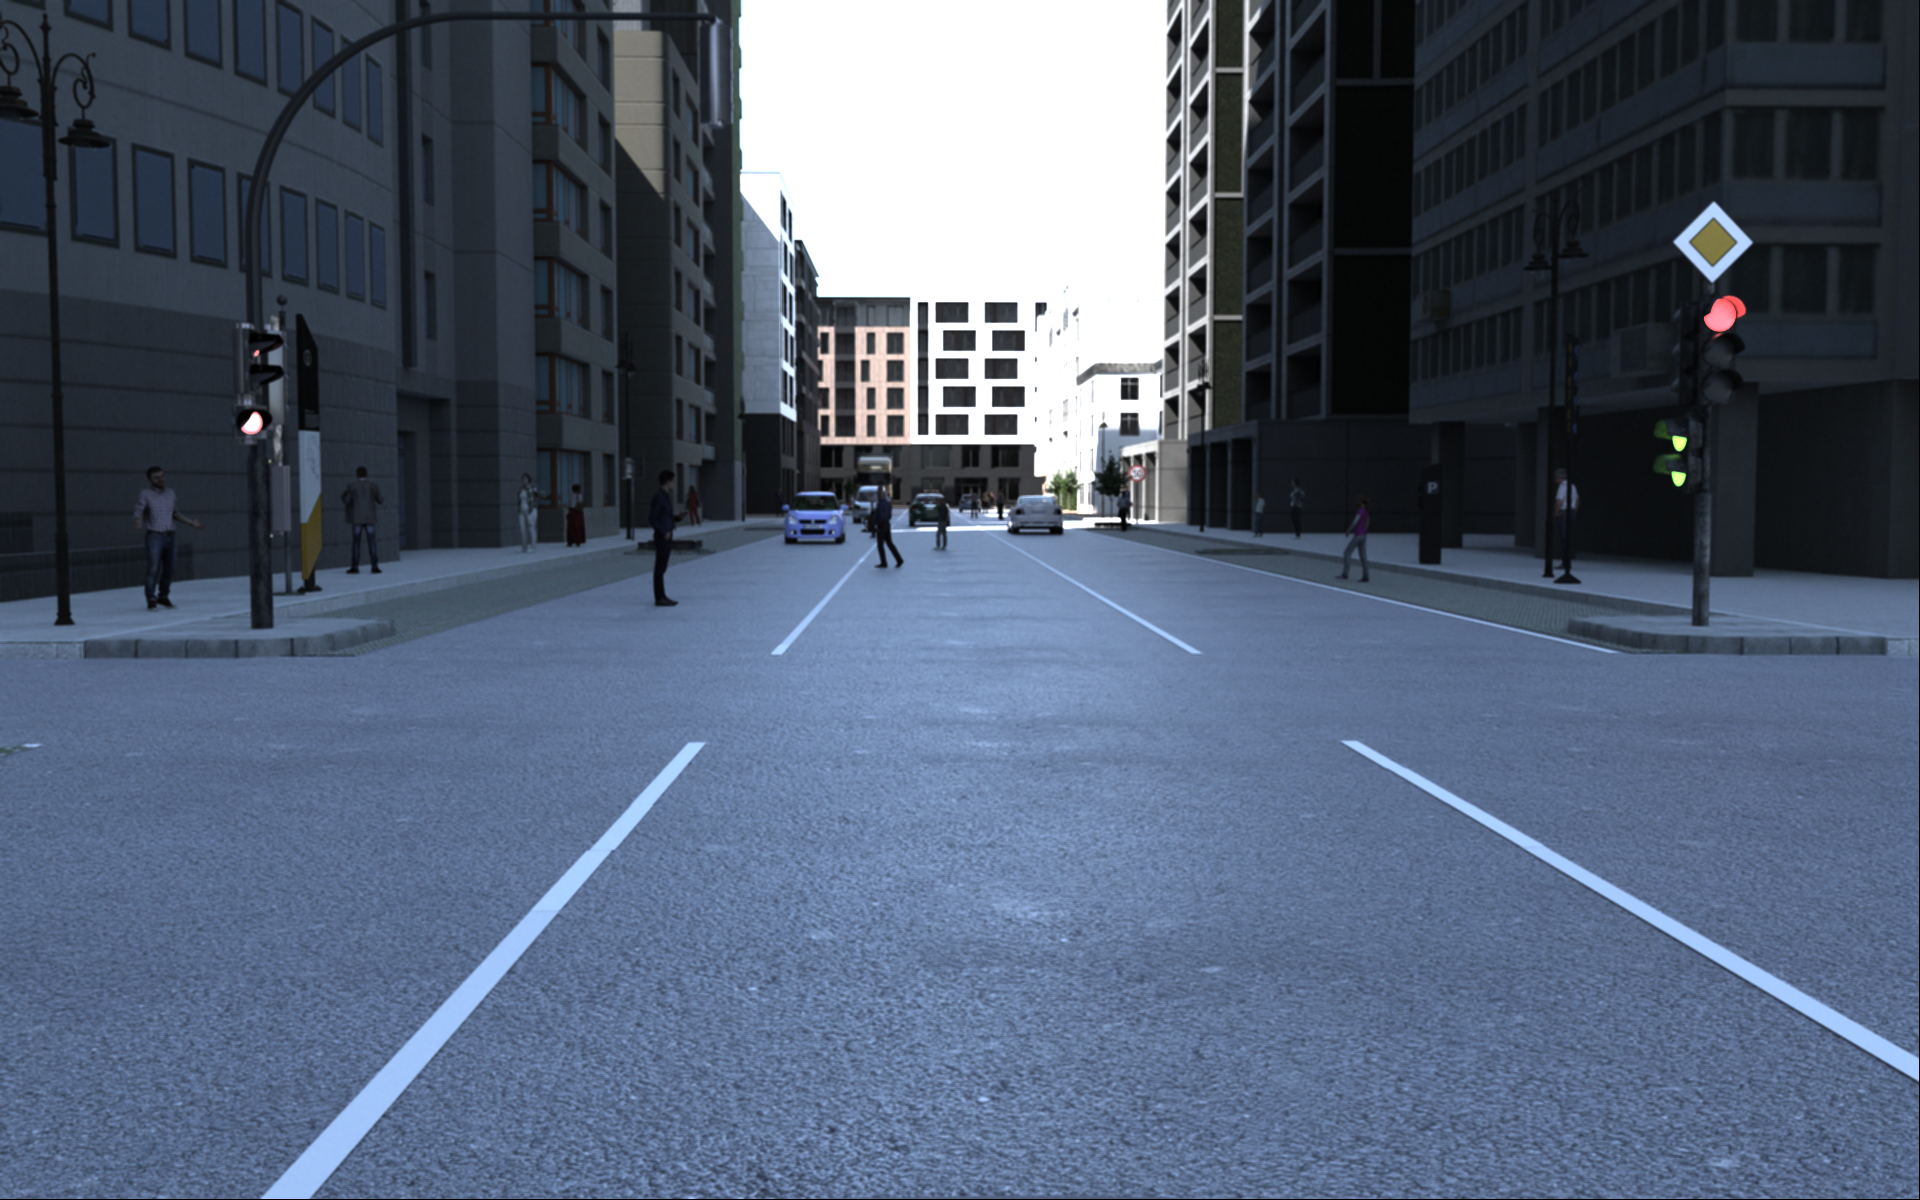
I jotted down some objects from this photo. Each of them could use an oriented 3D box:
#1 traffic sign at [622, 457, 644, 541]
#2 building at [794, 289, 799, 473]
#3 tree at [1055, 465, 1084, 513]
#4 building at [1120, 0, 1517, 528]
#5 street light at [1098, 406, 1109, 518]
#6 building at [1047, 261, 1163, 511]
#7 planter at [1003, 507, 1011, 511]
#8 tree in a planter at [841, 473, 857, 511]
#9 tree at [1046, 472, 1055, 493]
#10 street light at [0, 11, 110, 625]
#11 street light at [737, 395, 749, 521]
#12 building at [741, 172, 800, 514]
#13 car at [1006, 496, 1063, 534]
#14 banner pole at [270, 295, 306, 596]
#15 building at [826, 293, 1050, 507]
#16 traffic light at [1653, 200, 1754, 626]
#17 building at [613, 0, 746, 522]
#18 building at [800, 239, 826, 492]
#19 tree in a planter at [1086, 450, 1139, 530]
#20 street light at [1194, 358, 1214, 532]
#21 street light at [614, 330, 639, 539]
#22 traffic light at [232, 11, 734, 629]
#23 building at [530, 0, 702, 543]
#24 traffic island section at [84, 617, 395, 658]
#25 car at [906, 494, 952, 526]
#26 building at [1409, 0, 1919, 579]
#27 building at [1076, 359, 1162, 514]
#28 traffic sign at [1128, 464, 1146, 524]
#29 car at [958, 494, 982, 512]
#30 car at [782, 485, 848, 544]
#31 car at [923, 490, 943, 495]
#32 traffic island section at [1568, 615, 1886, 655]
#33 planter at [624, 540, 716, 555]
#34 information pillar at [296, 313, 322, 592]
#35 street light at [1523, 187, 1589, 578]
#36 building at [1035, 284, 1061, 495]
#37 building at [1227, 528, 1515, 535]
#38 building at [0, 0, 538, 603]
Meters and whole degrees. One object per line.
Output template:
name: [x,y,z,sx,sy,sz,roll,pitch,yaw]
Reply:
traffic sign: [-8.993,-2.781,47.596,0.606,2.300,0.079,0,4,5]
building: [-20.249,-16.726,129.883,16.016,20.091,11.380,0,4,-1]
tree: [7.476,-7.393,115.481,1.663,3.219,1.824,0,3,0]
building: [18.983,-39.271,80.336,20.563,71.187,20.611,0,4,-1]
street light: [7.570,-7.265,91.572,0.468,5.910,1.993,0,4,-1]
building: [16.541,-16.752,140.357,16.747,18.905,31.486,0,4,-1]
planter: [4.361,-7.677,146.656,1.991,0.319,1.994,0,4,-1]
tree in a planter: [-9.204,-9.051,145.207,1.991,3.239,1.994,0,4,-1]
tree: [7.136,-8.167,128.126,1.663,3.219,1.824,0,3,0]
street light: [-8.796,-2.694,16.831,0.468,5.910,1.993,0,4,-1]
street light: [-10.203,-6.644,81.417,0.468,5.910,1.993,0,4,-1]
building: [-25.299,-16.127,107.659,27.936,21.610,32.646,0,4,-1]
car: [2.735,-3.114,63.270,2.083,1.381,4.827,0,4,-1]
banner pole: [-8.494,-1.936,21.673,0.401,3.779,0.863,-1,4,-9]
building: [-7.469,-21.147,189.723,32.646,21.610,27.936,0,4,-1]
traffic light: [7.189,-1.702,16.750,0.839,4.253,0.868,0,4,-1]
building: [-17.829,-24.264,80.316,14.154,41.232,14.086,0,4,-1]
building: [-29.220,-18.876,152.589,32.646,21.610,27.936,0,4,-1]
tree in a planter: [6.063,-4.404,69.234,1.991,3.239,1.994,0,4,-1]
street light: [8.236,-5.261,58.808,0.468,5.910,1.993,0,4,-1]
street light: [-9.427,-4.669,49.126,0.468,5.910,1.993,0,4,-1]
traffic light: [-4.559,-2.559,16.510,4.771,5.953,1.251,0,4,-1]
building: [-24.607,-13.099,59.213,27.650,21.520,28.899,0,4,-1]
traffic island section: [-6.688,0.350,16.562,2.009,0.180,2.903,0,4,-1]
car: [-1.391,-4.062,78.212,2.131,1.459,4.920,0,4,-2]
building: [22.731,-20.773,31.527,23.993,40.220,32.217,0,4,-1]
building: [13.195,-10.317,110.836,9.099,9.664,28.070,0,4,-1]
traffic sign: [7.629,-4.552,74.536,0.768,2.556,0.104,0,4,3]
car: [0.815,-7.695,137.809,2.014,1.417,4.499,0,4,1]
car: [-4.260,-2.539,51.106,1.945,1.707,3.694,0,4,-2]
car: [-2.676,-9.099,157.434,2.281,1.827,5.304,0,4,-3]
traffic island section: [7.230,0.331,16.864,2.009,0.180,2.903,0,4,-1]
planter: [-6.915,-1.251,41.593,1.991,0.319,1.994,0,4,-1]
information pillar: [-8.555,-1.921,22.769,0.183,3.616,0.504,0,4,3]
street light: [9.072,-3.286,26.518,0.468,5.910,1.993,0,4,-1]
building: [15.157,-18.678,161.797,16.016,20.091,11.380,0,4,-1]
building: [19.791,-37.982,59.253,20.563,71.187,20.611,0,4,-1]
building: [-21.197,-29.800,29.232,21.231,58.520,28.212,0,4,-1]
